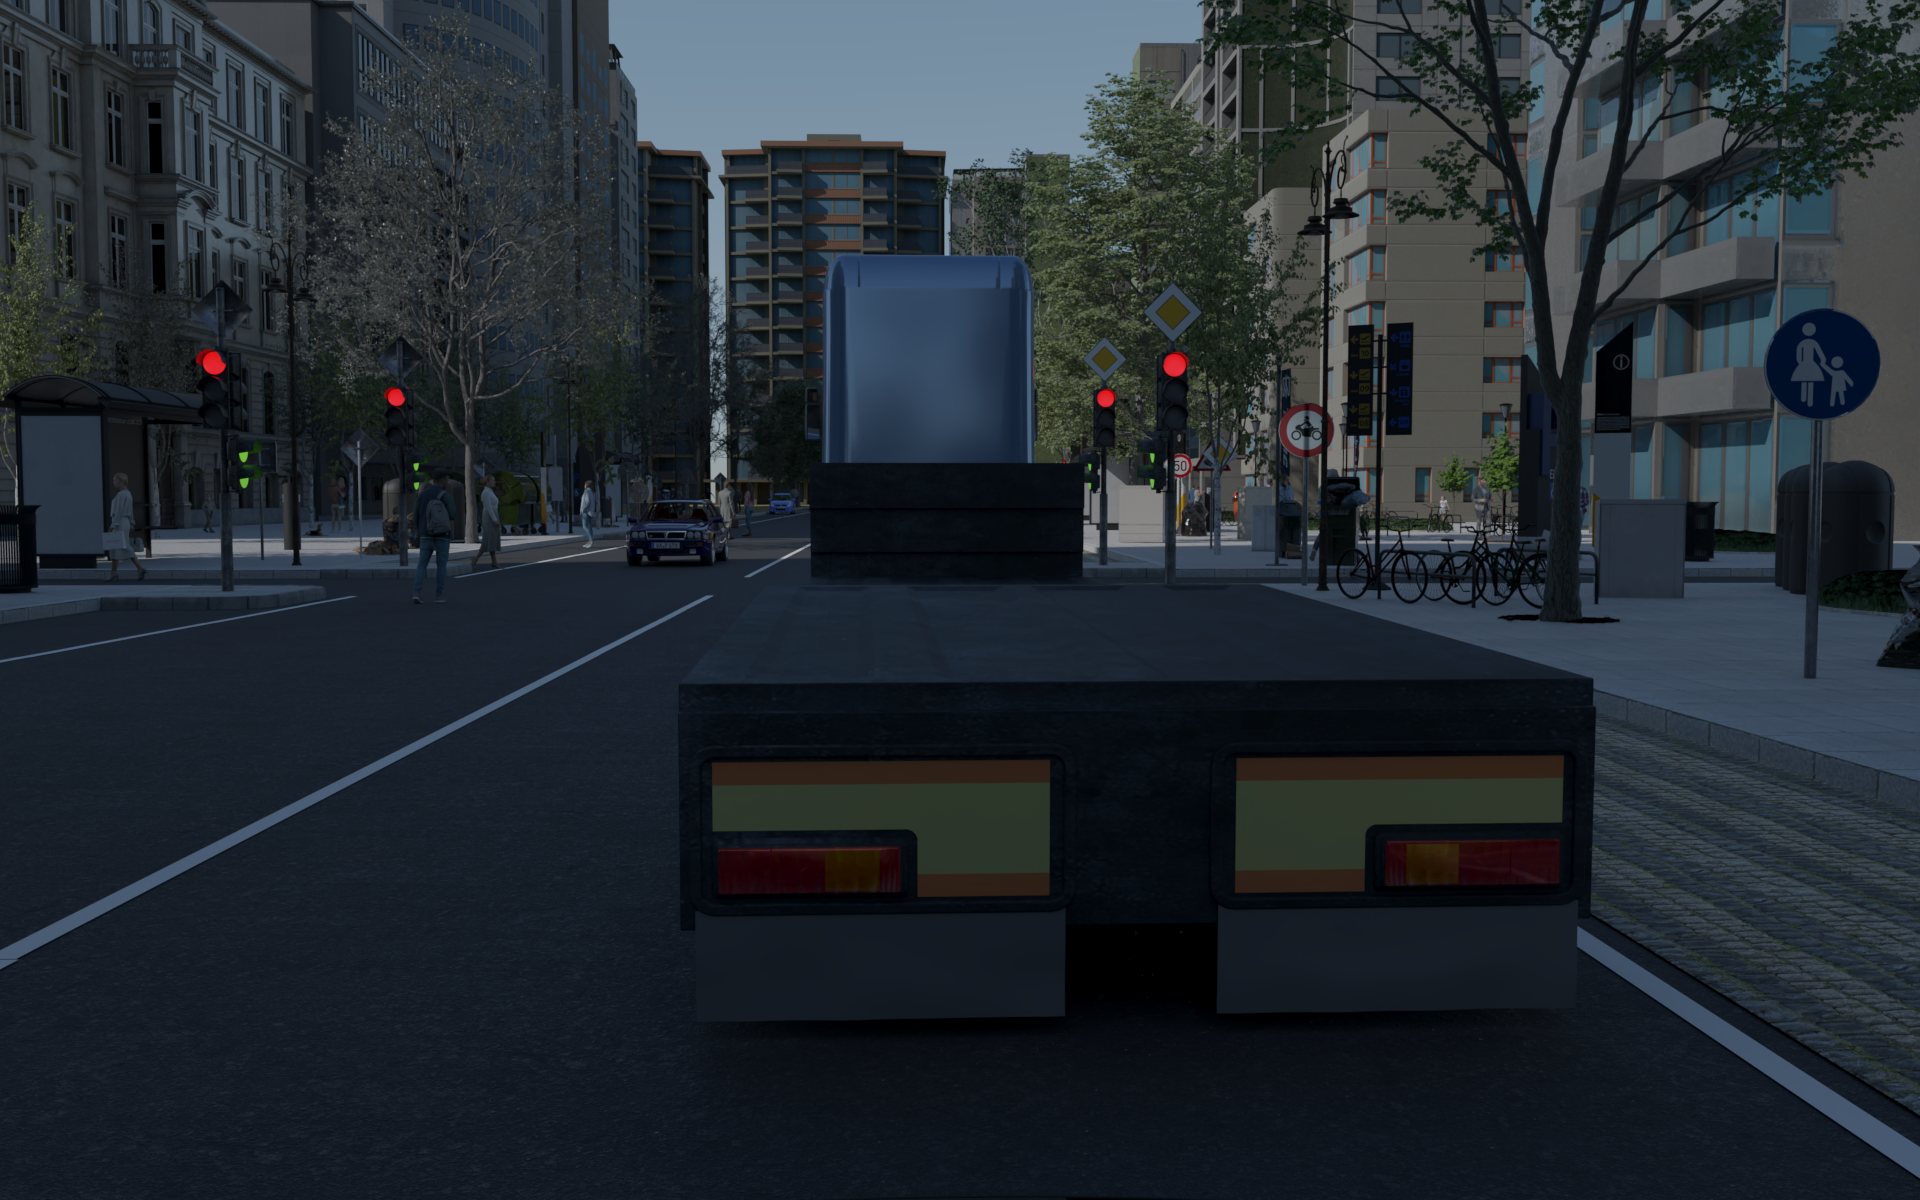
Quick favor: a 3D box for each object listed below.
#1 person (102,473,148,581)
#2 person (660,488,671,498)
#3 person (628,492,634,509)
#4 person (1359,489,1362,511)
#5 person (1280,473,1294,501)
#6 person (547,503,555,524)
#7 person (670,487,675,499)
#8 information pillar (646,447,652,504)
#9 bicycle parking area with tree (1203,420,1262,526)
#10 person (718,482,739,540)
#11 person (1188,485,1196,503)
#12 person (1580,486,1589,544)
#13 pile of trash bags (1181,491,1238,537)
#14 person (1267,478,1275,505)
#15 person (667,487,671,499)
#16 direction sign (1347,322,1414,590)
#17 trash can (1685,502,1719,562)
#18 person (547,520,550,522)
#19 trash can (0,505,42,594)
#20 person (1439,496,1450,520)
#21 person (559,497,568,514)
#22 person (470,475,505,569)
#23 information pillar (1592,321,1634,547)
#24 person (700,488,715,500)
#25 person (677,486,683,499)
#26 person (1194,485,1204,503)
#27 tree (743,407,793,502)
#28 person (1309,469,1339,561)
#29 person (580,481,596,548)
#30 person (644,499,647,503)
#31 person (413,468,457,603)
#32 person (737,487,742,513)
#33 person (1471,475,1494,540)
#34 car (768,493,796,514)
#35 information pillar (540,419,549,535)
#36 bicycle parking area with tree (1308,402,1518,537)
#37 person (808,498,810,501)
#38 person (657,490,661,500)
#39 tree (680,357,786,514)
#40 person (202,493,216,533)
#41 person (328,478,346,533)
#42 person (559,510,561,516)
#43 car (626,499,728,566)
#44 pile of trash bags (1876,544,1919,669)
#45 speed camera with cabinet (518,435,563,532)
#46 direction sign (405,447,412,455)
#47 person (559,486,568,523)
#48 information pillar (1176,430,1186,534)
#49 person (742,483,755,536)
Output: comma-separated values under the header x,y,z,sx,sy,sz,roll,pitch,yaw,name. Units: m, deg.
x,y,z,sx,sy,sz,roll,pitch,yaw,name
-13.744,-1.200,28.475,0.624,1.780,0.694,0,4,2,person
-21.927,-7.535,129.919,1.217,1.739,0.721,-1,4,-10,person
-26.925,-8.259,141.753,0.551,1.740,0.621,-2,4,-35,person
17.217,-4.220,75.221,0.721,1.800,0.419,-2,4,-30,person
7.687,-2.119,40.955,0.793,1.790,0.793,0,4,-1,person
-17.526,-4.119,73.743,0.624,1.780,0.694,-1,4,-15,person
-19.815,-6.939,119.946,0.683,1.767,0.568,1,4,20,person
-13.996,-5.299,77.988,0.183,3.616,0.504,1,4,13,information pillar
13.449,-5.011,68.925,8.231,4.147,9.016,-2,4,-24,bicycle parking area with tree
-7.196,-2.771,53.910,0.694,1.812,0.767,3,4,38,person
12.746,-5.381,94.210,0.721,1.800,0.419,1,4,11,person
12.972,-1.809,36.459,0.643,1.720,0.563,-3,4,-36,person
7.259,-2.639,52.906,3.447,1.369,1.912,2,4,25,pile of trash bags
10.045,-3.068,56.473,0.850,1.792,0.678,-3,5,-40,person
-22.671,-7.868,134.648,0.705,1.831,1.348,-1,4,-16,person
5.591,-1.904,23.125,0.876,3.537,0.379,2,4,31,direction sign
14.041,-1.304,32.980,0.748,1.137,0.748,0,3,0,trash can
-19.171,-4.249,80.177,0.362,1.253,0.373,2,4,31,person
-12.330,-0.663,22.490,0.748,1.137,0.748,0,3,0,trash can
20.950,-3.905,74.908,0.505,1.210,0.382,2,4,35,person
-26.215,-6.546,113.786,0.721,1.736,1.217,2,4,34,person
-9.013,-1.482,32.956,0.641,1.798,0.478,0,4,1,person
8.902,-1.972,23.591,0.504,3.616,0.183,1,4,23,information pillar
-20.434,-8.221,140.465,1.348,1.822,0.705,1,4,23,person
-16.835,-6.029,104.887,0.573,1.790,0.520,-3,5,-41,person
12.770,-5.246,92.173,0.532,1.782,0.716,-1,4,-13,person
-15.250,-11.534,138.935,4.360,8.622,3.978,0,3,0,tree
7.085,-1.620,33.018,0.515,1.767,0.782,-2,4,-34,person
-9.975,-2.312,46.574,0.793,1.790,0.793,-2,4,-29,person
-31.014,-10.098,171.676,0.750,1.759,0.617,1,4,23,person
-6.918,-0.856,22.835,0.623,1.781,0.721,0,4,-2,person
-15.235,-6.801,117.766,0.617,1.759,0.750,2,4,32,person
14.486,-2.547,47.882,0.606,1.804,0.583,-1,4,-14,person
-12.579,-6.919,122.712,1.945,1.707,3.694,0,4,-2,car
-13.000,-3.836,54.079,0.183,3.616,0.504,0,4,-4,information pillar
14.661,-4.121,54.383,8.231,4.147,9.016,0,4,7,bicycle parking area with tree
-11.671,-7.820,136.366,0.705,1.823,1.348,-1,4,-21,person
-30.957,-10.475,178.228,0.530,1.710,0.541,2,4,31,person
-14.996,-10.961,113.620,7.601,10.594,8.767,-3,5,-44,tree
-24.865,-2.878,57.377,0.640,1.303,0.475,2,4,26,person
-20.511,-3.125,57.119,0.580,1.828,0.573,-2,4,-32,person
-23.420,-5.836,101.641,0.473,1.802,0.592,0,4,3,person
-5.817,-1.424,35.856,1.945,1.354,3.894,0,4,-1,car
8.057,-0.125,11.789,1.912,1.369,3.447,-1,4,-14,pile of trash bags
-14.227,-3.928,58.562,0.660,3.252,2.038,-3,5,-45,speed camera with cabinet
-16.554,-3.671,52.016,0.379,3.537,0.876,0,4,-6,direction sign
-17.822,-4.381,77.473,0.447,1.846,0.655,-3,5,-44,person
7.032,-3.896,55.048,0.183,3.616,0.504,-1,4,-17,information pillar
-7.150,-3.070,58.700,0.388,1.821,0.555,1,4,19,person
